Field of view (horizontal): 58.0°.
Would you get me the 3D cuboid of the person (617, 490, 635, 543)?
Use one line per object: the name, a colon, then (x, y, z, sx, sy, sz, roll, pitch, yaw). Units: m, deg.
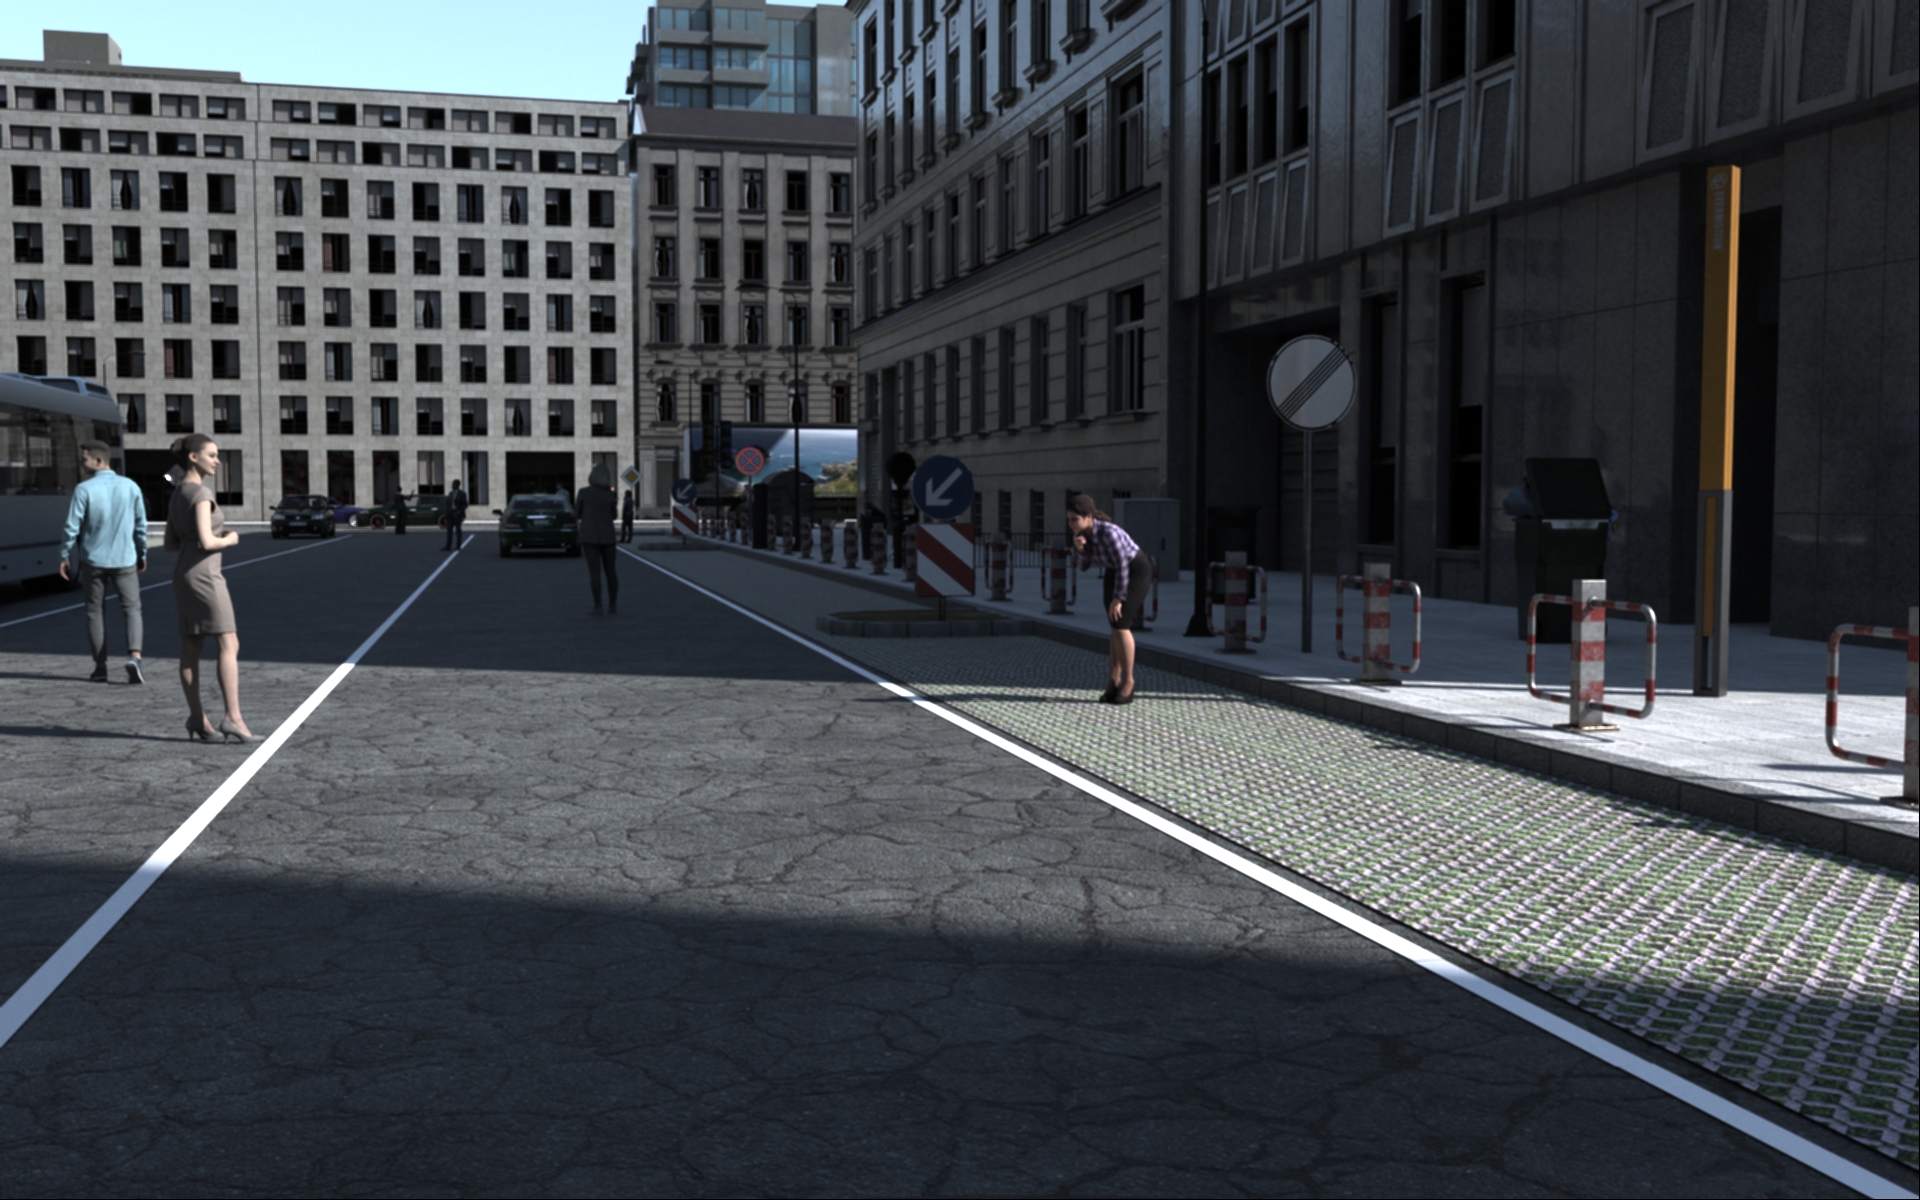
person: (-9.617, -2.402, 49.984, 0.499, 1.552, 0.429, -3, 5, -41)

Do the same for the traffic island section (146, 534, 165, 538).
traffic island section: (-25.811, -2.131, 57.127, 2.009, 0.180, 2.903, -1, 4, -14)

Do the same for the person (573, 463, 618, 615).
person: (-4.353, -0.733, 20.675, 0.537, 1.800, 0.526, -1, 4, -19)

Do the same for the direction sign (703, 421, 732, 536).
direction sign: (-7.490, -3.760, 53.466, 0.876, 3.537, 0.379, -1, 4, -11)

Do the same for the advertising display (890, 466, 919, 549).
advertising display: (-1.291, -2.151, 40.389, 0.123, 1.923, 0.974, -3, 4, -38)

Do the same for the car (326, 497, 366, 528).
car: (-26.969, -3.746, 73.830, 3.894, 1.354, 1.945, -1, 4, -16)

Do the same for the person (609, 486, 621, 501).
person: (-14.333, -3.845, 71.899, 0.750, 1.759, 0.617, 1, 4, 9)

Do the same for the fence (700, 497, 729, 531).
fence: (-8.618, -3.031, 60.758, 0.480, 1.192, 2.264, -1, 4, -23)

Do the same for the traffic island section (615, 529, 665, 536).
traffic island section: (-11.487, -2.356, 60.809, 2.009, 0.180, 2.903, -1, 4, -14)

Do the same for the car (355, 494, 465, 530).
car: (-22.195, -3.677, 69.905, 4.222, 1.686, 2.009, -1, 4, -16)

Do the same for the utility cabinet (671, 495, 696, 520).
utility cabinet: (-13.399, -4.598, 83.864, 1.173, 1.500, 0.318, 0, 4, -5)

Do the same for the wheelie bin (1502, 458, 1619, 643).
wheelie bin: (5.189, -0.439, 15.081, 0.980, 1.594, 0.693, 0, 4, -3)

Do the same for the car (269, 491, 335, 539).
car: (-21.623, -2.892, 57.065, 2.009, 1.686, 4.222, -1, 4, -16)

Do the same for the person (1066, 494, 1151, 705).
person: (0.998, 0.002, 11.694, 0.697, 1.427, 0.421, -3, 5, -39)

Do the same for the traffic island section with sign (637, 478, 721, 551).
traffic island section with sign: (-7.210, -2.176, 44.208, 1.989, 1.847, 2.006, -1, 4, -14)

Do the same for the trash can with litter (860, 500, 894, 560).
trash can with litter: (-1.440, -1.368, 33.754, 1.055, 1.170, 0.624, 0, 4, 1)

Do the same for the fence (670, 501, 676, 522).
fence: (-13.063, -4.294, 81.415, 0.480, 1.192, 2.264, 0, 4, 8)

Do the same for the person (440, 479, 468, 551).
person: (-12.767, -2.146, 43.775, 0.721, 1.800, 0.419, 1, 4, 19)

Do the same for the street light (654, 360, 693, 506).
street light: (-9.918, -5.367, 60.284, 1.470, 5.913, 1.316, -1, 4, -14)

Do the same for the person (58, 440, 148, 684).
person: (-6.491, -0.293, 13.158, 0.638, 1.841, 0.748, -2, 4, -32)

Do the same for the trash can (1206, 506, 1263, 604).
trash can: (3.167, -0.530, 20.326, 0.748, 1.137, 0.748, 0, 3, 0)

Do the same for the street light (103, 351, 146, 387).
street light: (-27.133, -5.120, 56.256, 1.470, 5.913, 1.316, -1, 4, -14)

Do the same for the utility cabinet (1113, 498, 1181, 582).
utility cabinet: (2.728, -0.862, 25.258, 1.020, 1.237, 0.306, -2, 4, -32)

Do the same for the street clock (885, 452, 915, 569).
street clock: (-1.025, -1.548, 29.878, 0.471, 2.002, 0.358, -2, 4, -25)

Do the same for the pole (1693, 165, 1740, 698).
pole: (4.771, -1.044, 10.918, 0.158, 3.312, 0.155, 0, 3, 0)

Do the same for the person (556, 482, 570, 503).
person: (-13.810, -3.164, 60.100, 0.638, 1.841, 0.748, -2, 4, -26)

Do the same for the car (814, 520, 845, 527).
car: (-6.884, -3.769, 74.199, 3.894, 1.354, 1.945, -1, 4, -14)

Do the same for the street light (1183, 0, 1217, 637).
street light: (1.649, -2.619, 15.369, 1.470, 5.913, 1.316, -1, 4, -14)

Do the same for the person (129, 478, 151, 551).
person: (-17.642, -1.720, 36.965, 0.721, 1.781, 0.623, 1, 4, 13)

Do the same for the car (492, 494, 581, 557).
car: (-9.897, -1.769, 40.726, 2.131, 1.459, 4.920, -1, 4, -15)

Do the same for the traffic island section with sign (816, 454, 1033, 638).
traffic island section with sign: (-0.456, -0.580, 18.109, 1.989, 1.847, 2.006, -1, 4, -14)

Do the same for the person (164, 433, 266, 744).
person: (-4.342, -0.073, 10.042, 0.599, 1.781, 0.374, 3, 5, 42)

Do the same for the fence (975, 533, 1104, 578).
fence: (1.169, -0.681, 26.514, 2.069, 0.683, 0.278, 0, 4, 4)

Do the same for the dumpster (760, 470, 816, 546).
dumpster: (-4.305, -2.291, 43.217, 1.264, 1.857, 1.865, -1, 4, -14)

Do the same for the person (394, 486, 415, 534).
person: (-19.827, -3.213, 61.834, 0.742, 1.727, 0.445, -1, 4, -11)

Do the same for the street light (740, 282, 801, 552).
street light: (-4.149, -4.021, 38.290, 1.470, 5.913, 1.316, -1, 4, -14)

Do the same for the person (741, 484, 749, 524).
person: (-7.833, -3.414, 64.503, 0.473, 1.802, 0.592, -3, 5, -44)
